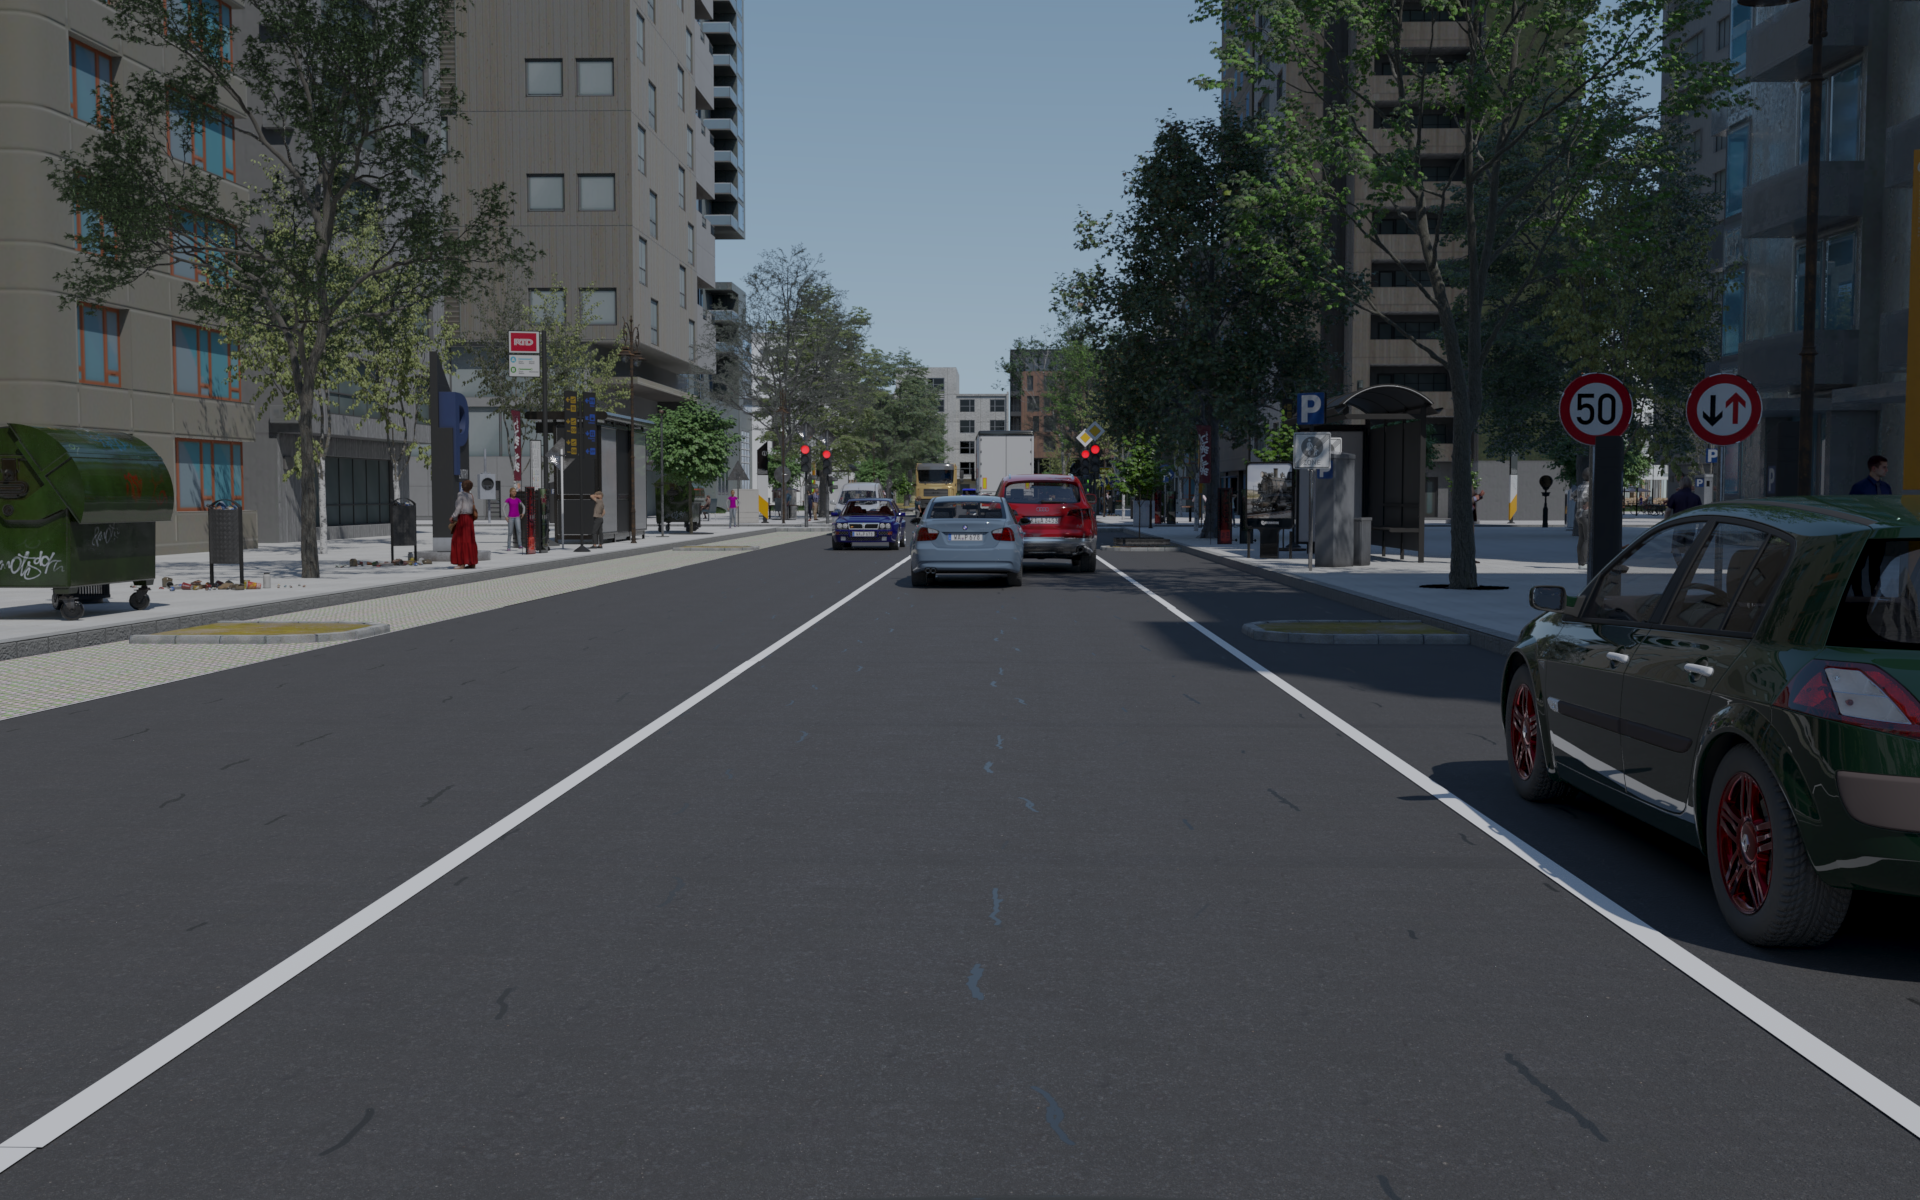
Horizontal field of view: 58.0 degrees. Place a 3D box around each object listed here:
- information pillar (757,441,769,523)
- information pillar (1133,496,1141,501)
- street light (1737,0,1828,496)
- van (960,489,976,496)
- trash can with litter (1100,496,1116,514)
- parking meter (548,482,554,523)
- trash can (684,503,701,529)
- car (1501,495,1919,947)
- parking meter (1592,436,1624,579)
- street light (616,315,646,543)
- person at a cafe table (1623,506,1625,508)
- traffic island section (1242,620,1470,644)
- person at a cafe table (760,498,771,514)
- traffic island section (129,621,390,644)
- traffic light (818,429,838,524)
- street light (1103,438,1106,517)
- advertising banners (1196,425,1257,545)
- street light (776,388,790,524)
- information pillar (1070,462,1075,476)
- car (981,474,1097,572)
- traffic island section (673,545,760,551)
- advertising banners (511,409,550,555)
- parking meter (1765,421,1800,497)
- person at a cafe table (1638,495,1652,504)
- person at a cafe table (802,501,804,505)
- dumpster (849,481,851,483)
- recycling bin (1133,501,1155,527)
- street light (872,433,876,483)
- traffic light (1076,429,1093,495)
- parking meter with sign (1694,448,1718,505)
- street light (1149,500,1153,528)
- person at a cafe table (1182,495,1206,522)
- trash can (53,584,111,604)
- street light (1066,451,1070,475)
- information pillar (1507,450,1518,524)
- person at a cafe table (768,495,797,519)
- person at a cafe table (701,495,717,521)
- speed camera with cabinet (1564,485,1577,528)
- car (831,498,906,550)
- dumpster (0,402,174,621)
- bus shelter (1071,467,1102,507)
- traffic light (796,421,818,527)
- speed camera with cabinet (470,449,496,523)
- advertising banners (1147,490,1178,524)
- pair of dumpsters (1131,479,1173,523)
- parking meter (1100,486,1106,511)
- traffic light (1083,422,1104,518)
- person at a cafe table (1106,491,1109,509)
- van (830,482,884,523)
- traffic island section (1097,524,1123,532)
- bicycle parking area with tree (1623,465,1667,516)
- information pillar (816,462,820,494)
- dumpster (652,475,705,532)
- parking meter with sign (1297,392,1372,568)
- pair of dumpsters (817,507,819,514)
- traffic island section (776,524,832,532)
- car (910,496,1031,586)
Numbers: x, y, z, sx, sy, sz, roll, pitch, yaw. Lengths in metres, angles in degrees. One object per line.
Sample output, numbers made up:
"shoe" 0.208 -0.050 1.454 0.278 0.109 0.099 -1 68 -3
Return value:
"information pillar" -8.659 -5.182 76.085 0.504 3.616 0.183 -1 4 -14
"information pillar" 7.696 -4.329 75.273 0.304 2.012 0.304 0 4 3
"street light" 5.765 -2.381 11.725 0.468 5.910 1.993 0 4 1
"van" 1.136 -11.796 197.252 2.240 2.365 5.245 0 4 2
"trash can with litter" 9.705 -6.253 113.617 1.055 1.170 0.624 2 4 23
"parking meter" -17.798 -4.283 75.737 0.399 1.863 0.255 -2 4 -26
"trash can" -9.766 -3.152 63.192 0.748 1.137 0.748 0 3 0
"car" 3.408 0.181 6.829 2.009 1.686 4.222 0 4 3
"parking meter" 6.566 -0.724 17.553 0.255 1.863 0.399 2 4 24
"street light" -8.501 -4.414 44.949 0.468 5.910 1.993 0 4 1
"person at a cafe table" 28.834 -4.274 78.392 1.622 1.524 1.698 -1 4 -22
"traffic island section" 3.900 0.326 17.529 1.991 0.108 1.994 0 4 1
"person at a cafe table" -12.153 -5.881 104.664 1.622 1.524 1.698 3 5 41
"traffic island section" -6.885 0.334 17.412 1.991 0.108 1.994 0 4 1
"traffic light" -5.691 -5.239 74.578 0.839 4.253 0.868 0 4 1
"street light" 8.018 -7.545 96.141 0.468 5.910 1.993 0 4 1
"advertising banners" 6.792 -2.937 44.208 2.074 3.025 0.090 -2 4 -34
"street light" -7.676 -6.265 75.213 0.468 5.910 1.993 0 4 1
"information pillar" 8.302 -8.354 127.940 0.504 3.616 0.183 -3 5 -42
"car" 1.513 -1.504 33.263 2.281 1.827 5.304 0 4 1
"traffic island section" -6.192 -1.314 44.347 1.991 0.108 1.994 0 4 1
"advertising banners" -9.125 -2.482 36.773 0.090 3.025 2.074 0 4 7
"parking meter" 6.736 -0.514 14.122 0.255 1.863 0.399 1 4 11
"person at a cafe table" 57.993 -8.319 146.873 1.698 1.238 1.726 -1 4 -16
"person at a cafe table" -12.605 -8.177 144.557 1.698 1.238 1.726 -1 4 -10
"dumpster" -8.006 -7.146 119.332 1.502 2.255 1.985 0 4 1
"recycling bin" 7.116 -3.331 67.020 0.722 1.027 0.722 1 4 18
"street light" -6.399 -9.544 128.837 0.468 5.910 1.993 0 4 1
"traffic light" 5.347 -5.223 74.309 0.839 4.253 0.868 0 4 1
"parking meter with sign" 28.211 -4.252 65.781 1.738 3.016 0.543 -3 5 -42
"street light" 7.142 -5.622 64.710 0.468 5.910 1.993 0 4 1
"person at a cafe table" 11.039 -4.332 79.348 1.698 1.524 1.622 1 4 13
"trash can" -10.332 -0.531 20.343 0.748 1.137 0.748 0 3 0
"street light" 9.262 -10.779 149.029 0.468 5.910 1.993 0 4 1
"information pillar" 24.008 -5.128 75.192 0.504 3.616 0.183 -3 4 -38
"person at a cafe table" -9.339 -4.814 89.563 1.698 1.238 1.726 0 4 -3
"person at a cafe table" -12.233 -4.338 81.779 1.726 1.238 1.698 2 4 35
"speed camera with cabinet" 23.052 -4.310 64.810 0.660 3.252 2.038 1 4 13
"car" -2.370 -2.014 45.513 1.945 1.354 3.894 0 4 2
"dumpster" -9.467 -0.964 18.248 1.502 2.255 1.985 0 4 1
"bus shelter" 9.121 -8.010 124.893 2.014 3.302 5.546 0 4 1
"traffic light" -5.898 -4.751 66.596 0.839 4.253 0.868 0 4 1
"speed camera with cabinet" -21.291 -4.953 75.322 2.038 3.252 0.660 -2 4 -28
"advertising banners" 8.429 -4.756 73.948 2.074 3.025 0.090 3 5 41
"pair of dumpsters" 8.645 -4.614 77.929 1.574 2.255 4.437 0 4 1
"parking meter" 10.435 -7.369 126.198 0.399 1.863 0.255 2 4 34
"traffic light" 5.140 -4.734 66.327 0.839 4.253 0.868 0 4 1
"person at a cafe table" 12.706 -8.380 145.532 1.622 1.524 1.698 -1 4 -19
"van" -3.533 -3.309 61.114 2.013 2.044 4.112 0 4 2
"traffic island section" 5.180 -2.701 66.440 2.009 0.180 2.903 0 4 1
"bicycle parking area with tree" 49.495 -7.966 117.249 8.231 4.147 9.016 1 4 11
"information pillar" -8.838 -7.216 109.344 0.504 3.616 0.183 -1 4 -9
"dumpster" -9.583 -3.447 58.845 1.502 2.255 1.985 0 4 2
"parking meter with sign" 6.625 -2.092 30.463 0.543 3.016 1.738 3 5 44
"pair of dumpsters" -8.770 -6.842 114.360 1.574 2.255 4.437 0 4 2
"traffic island section" -5.938 -2.719 66.731 2.009 0.180 2.903 0 4 1
"car" 0.155 -0.989 28.165 2.014 1.417 4.499 0 4 2
